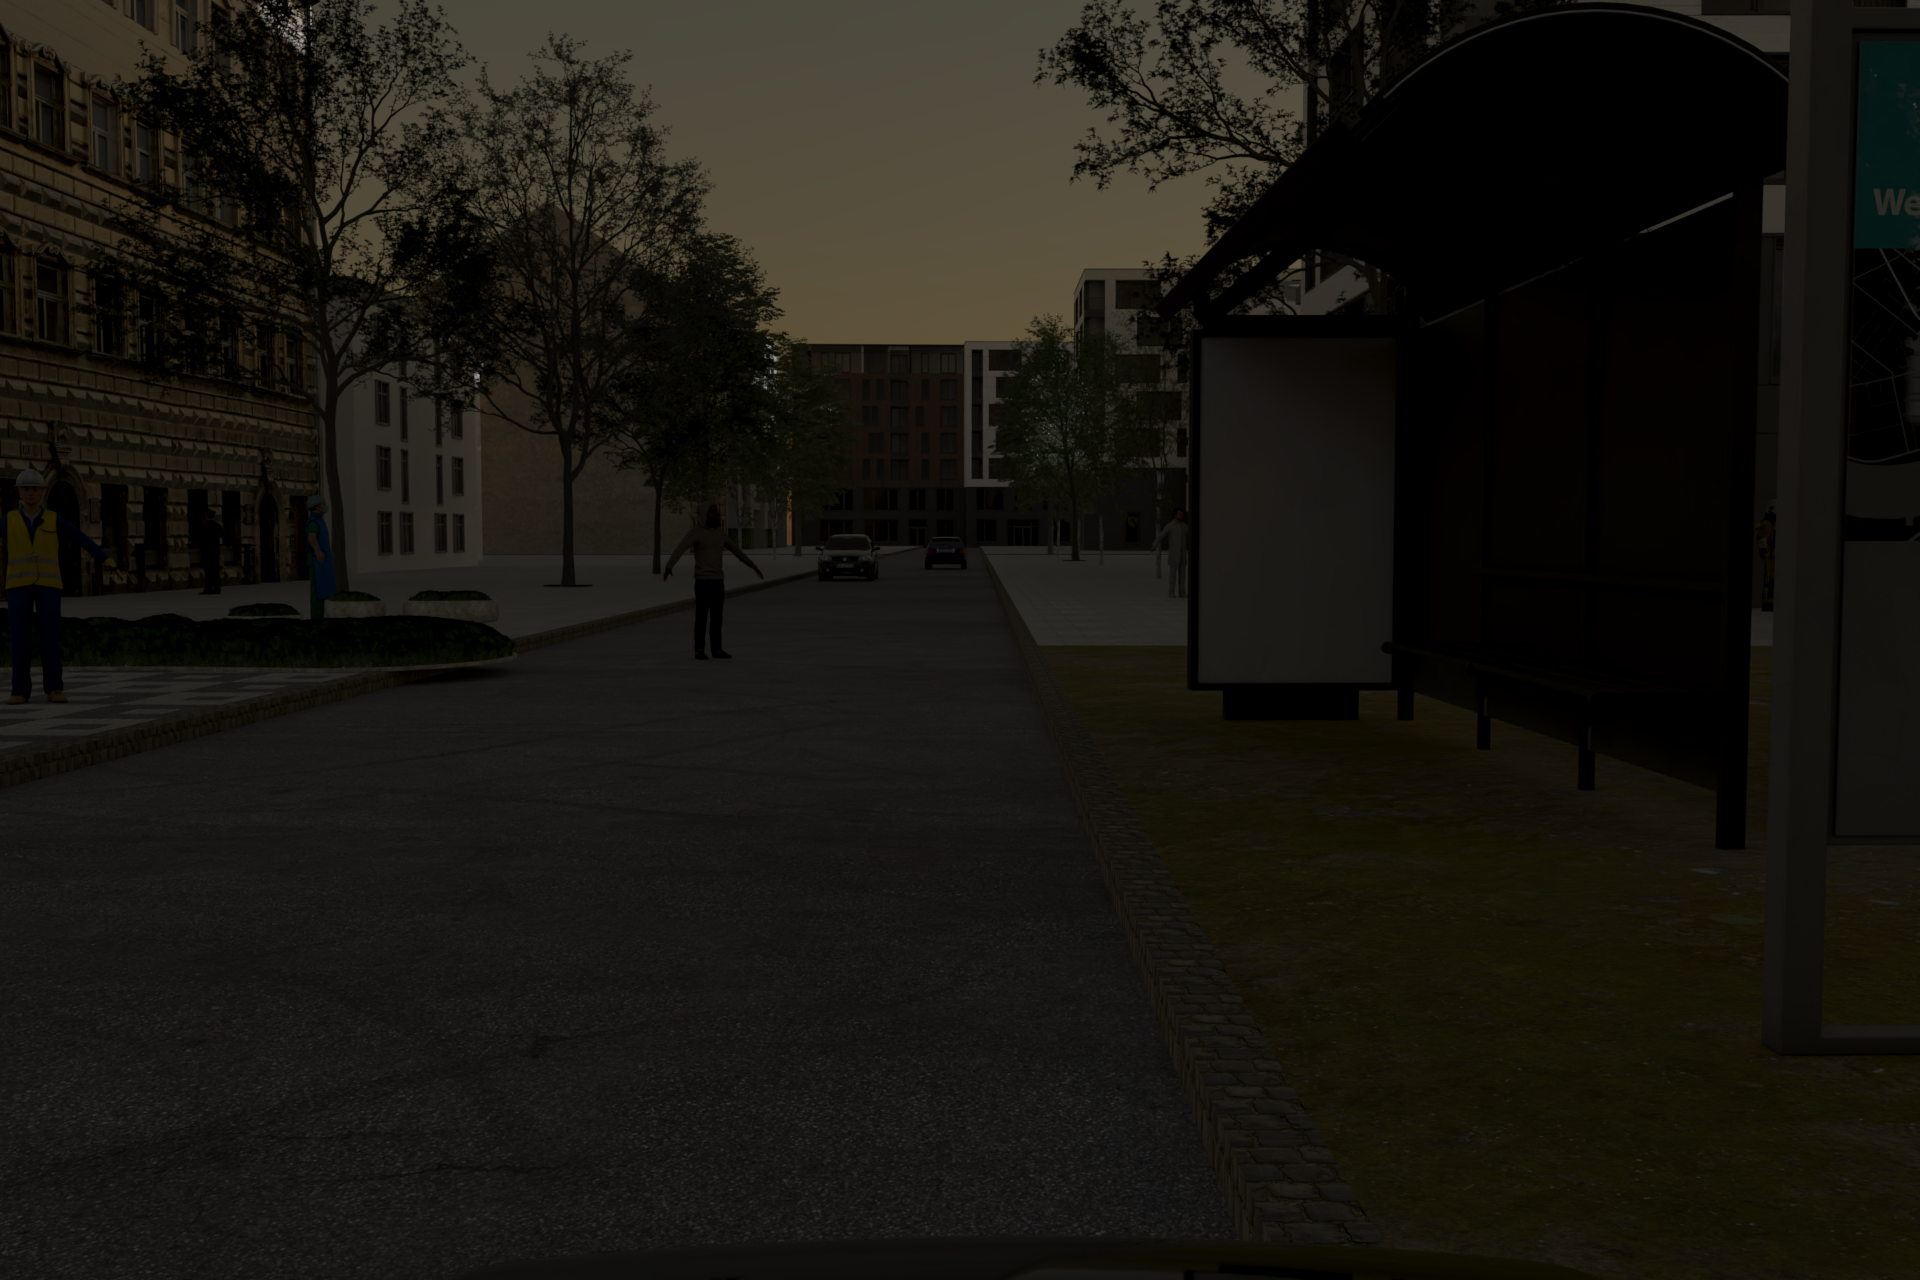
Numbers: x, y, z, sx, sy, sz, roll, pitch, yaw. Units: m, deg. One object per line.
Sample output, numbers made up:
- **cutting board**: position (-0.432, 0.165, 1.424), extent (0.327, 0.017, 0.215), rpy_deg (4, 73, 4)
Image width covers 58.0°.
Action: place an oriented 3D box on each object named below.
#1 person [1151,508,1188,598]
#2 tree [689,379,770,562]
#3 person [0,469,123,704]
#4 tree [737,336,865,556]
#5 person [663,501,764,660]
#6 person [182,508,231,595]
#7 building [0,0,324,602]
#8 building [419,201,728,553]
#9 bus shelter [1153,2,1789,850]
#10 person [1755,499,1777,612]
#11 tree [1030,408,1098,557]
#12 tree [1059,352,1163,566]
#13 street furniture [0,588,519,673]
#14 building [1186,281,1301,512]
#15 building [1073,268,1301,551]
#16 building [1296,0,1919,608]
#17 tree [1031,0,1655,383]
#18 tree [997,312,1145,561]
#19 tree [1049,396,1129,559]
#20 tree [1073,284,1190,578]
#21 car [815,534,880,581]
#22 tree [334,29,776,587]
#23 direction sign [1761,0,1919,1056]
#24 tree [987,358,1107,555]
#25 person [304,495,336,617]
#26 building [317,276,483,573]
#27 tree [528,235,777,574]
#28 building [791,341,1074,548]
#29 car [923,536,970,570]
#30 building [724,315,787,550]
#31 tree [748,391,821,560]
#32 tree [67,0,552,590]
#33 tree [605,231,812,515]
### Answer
- **person**: position (4.412, -1.760, 34.968), extent (1.347, 1.806, 0.705), rpy_deg (-2, 4, -23)
- **tree**: position (-9.790, -7.829, 78.371), extent (4.360, 8.622, 3.978), rpy_deg (0, 3, 0)
- **person**: position (-7.000, -0.405, 13.090), extent (1.216, 1.772, 0.721), rpy_deg (-2, 4, -26)
- **tree**: position (-9.386, -11.136, 100.208), extent (7.486, 12.596, 7.792), rpy_deg (0, 3, 0)
- **person**: position (-2.860, -0.690, 19.865), extent (1.348, 1.813, 0.705), rpy_deg (-3, 5, -42)
- **person**: position (-15.923, -1.886, 36.764), extent (0.705, 1.837, 1.347), rpy_deg (1, 4, 19)
- **building**: position (-27.099, -12.727, 39.019), extent (19.493, 23.208, 18.063), rpy_deg (0, 4, -1)
- **building**: position (-27.145, -17.897, 123.550), extent (19.493, 23.208, 18.063), rpy_deg (0, 4, 0)
- **bus shelter**: position (2.392, -0.946, 9.388), extent (2.014, 3.302, 5.546), rpy_deg (0, 4, -1)
- **person**: position (13.474, -1.399, 28.643), extent (1.354, 1.858, 0.705), rpy_deg (-3, 5, -43)
- **tree**: position (5.408, -9.054, 98.394), extent (4.360, 8.622, 3.978), rpy_deg (0, 3, 0)
- **tree**: position (5.916, -7.325, 70.131), extent (4.737, 8.622, 4.395), rpy_deg (0, 3, 0)
- **street furniture**: position (-9.622, -0.146, 18.013), extent (10.072, 0.657, 5.734), rpy_deg (0, 4, -5)
- **building**: position (22.304, -16.758, 130.407), extent (16.016, 20.090, 11.380), rpy_deg (0, 4, 0)
- **building**: position (23.587, -18.701, 149.733), extent (27.936, 21.610, 32.646), rpy_deg (0, 4, 0)
- **building**: position (22.471, -12.325, 45.493), extent (27.936, 21.610, 32.646), rpy_deg (0, 3, 0)
- **tree**: position (5.391, -5.316, 21.331), extent (8.767, 10.594, 7.601), rpy_deg (-3, 4, -39)
- **tree**: position (5.315, -9.546, 81.838), extent (9.928, 11.665, 9.643), rpy_deg (0, 3, 0)
- **tree**: position (5.942, -8.496, 89.267), extent (4.360, 8.622, 3.978), rpy_deg (0, 3, 0)
- **tree**: position (5.985, -6.104, 50.160), extent (4.360, 8.622, 3.978), rpy_deg (0, 3, 0)
- **car**: position (-3.462, -2.707, 54.045), extent (2.009, 1.686, 4.222), rpy_deg (0, 3, 0)
- **tree**: position (-9.489, -8.049, 41.970), extent (12.009, 13.543, 11.850), rpy_deg (0, 3, 0)
- **direction sign**: position (2.076, -0.909, 3.628), extent (2.525, 3.948, 1.411), rpy_deg (0, 4, -1)
- **tree**: position (5.180, -11.532, 106.679), extent (7.486, 12.596, 7.792), rpy_deg (0, 3, 0)
- **person**: position (-8.762, -1.078, 23.744), extent (0.704, 1.817, 1.347), rpy_deg (-1, 4, -14)
- **building**: position (-24.102, -7.852, 70.533), extent (9.099, 9.664, 28.070), rpy_deg (0, 4, 0)
- **tree**: position (-9.791, -7.376, 55.008), extent (8.767, 10.594, 7.601), rpy_deg (0, 4, 3)
- **building**: position (-2.314, -21.371, 195.843), extent (32.646, 21.610, 27.936), rpy_deg (0, 4, -3)
- **car**: position (-0.563, -3.589, 71.263), extent (1.945, 1.354, 3.894), rpy_deg (0, 4, 0)
- **building**: position (-25.651, -17.549, 153.385), extent (16.747, 18.905, 31.486), rpy_deg (0, 4, 1)
- **tree**: position (-9.314, -8.311, 86.246), extent (4.360, 8.622, 3.978), rpy_deg (0, 3, 0)
- **tree**: position (-10.192, -5.683, 27.327), extent (7.601, 10.594, 8.767), rpy_deg (-2, 4, -27)
- **tree**: position (-9.445, -8.988, 65.085), extent (7.486, 12.596, 7.792), rpy_deg (0, 3, 0)
